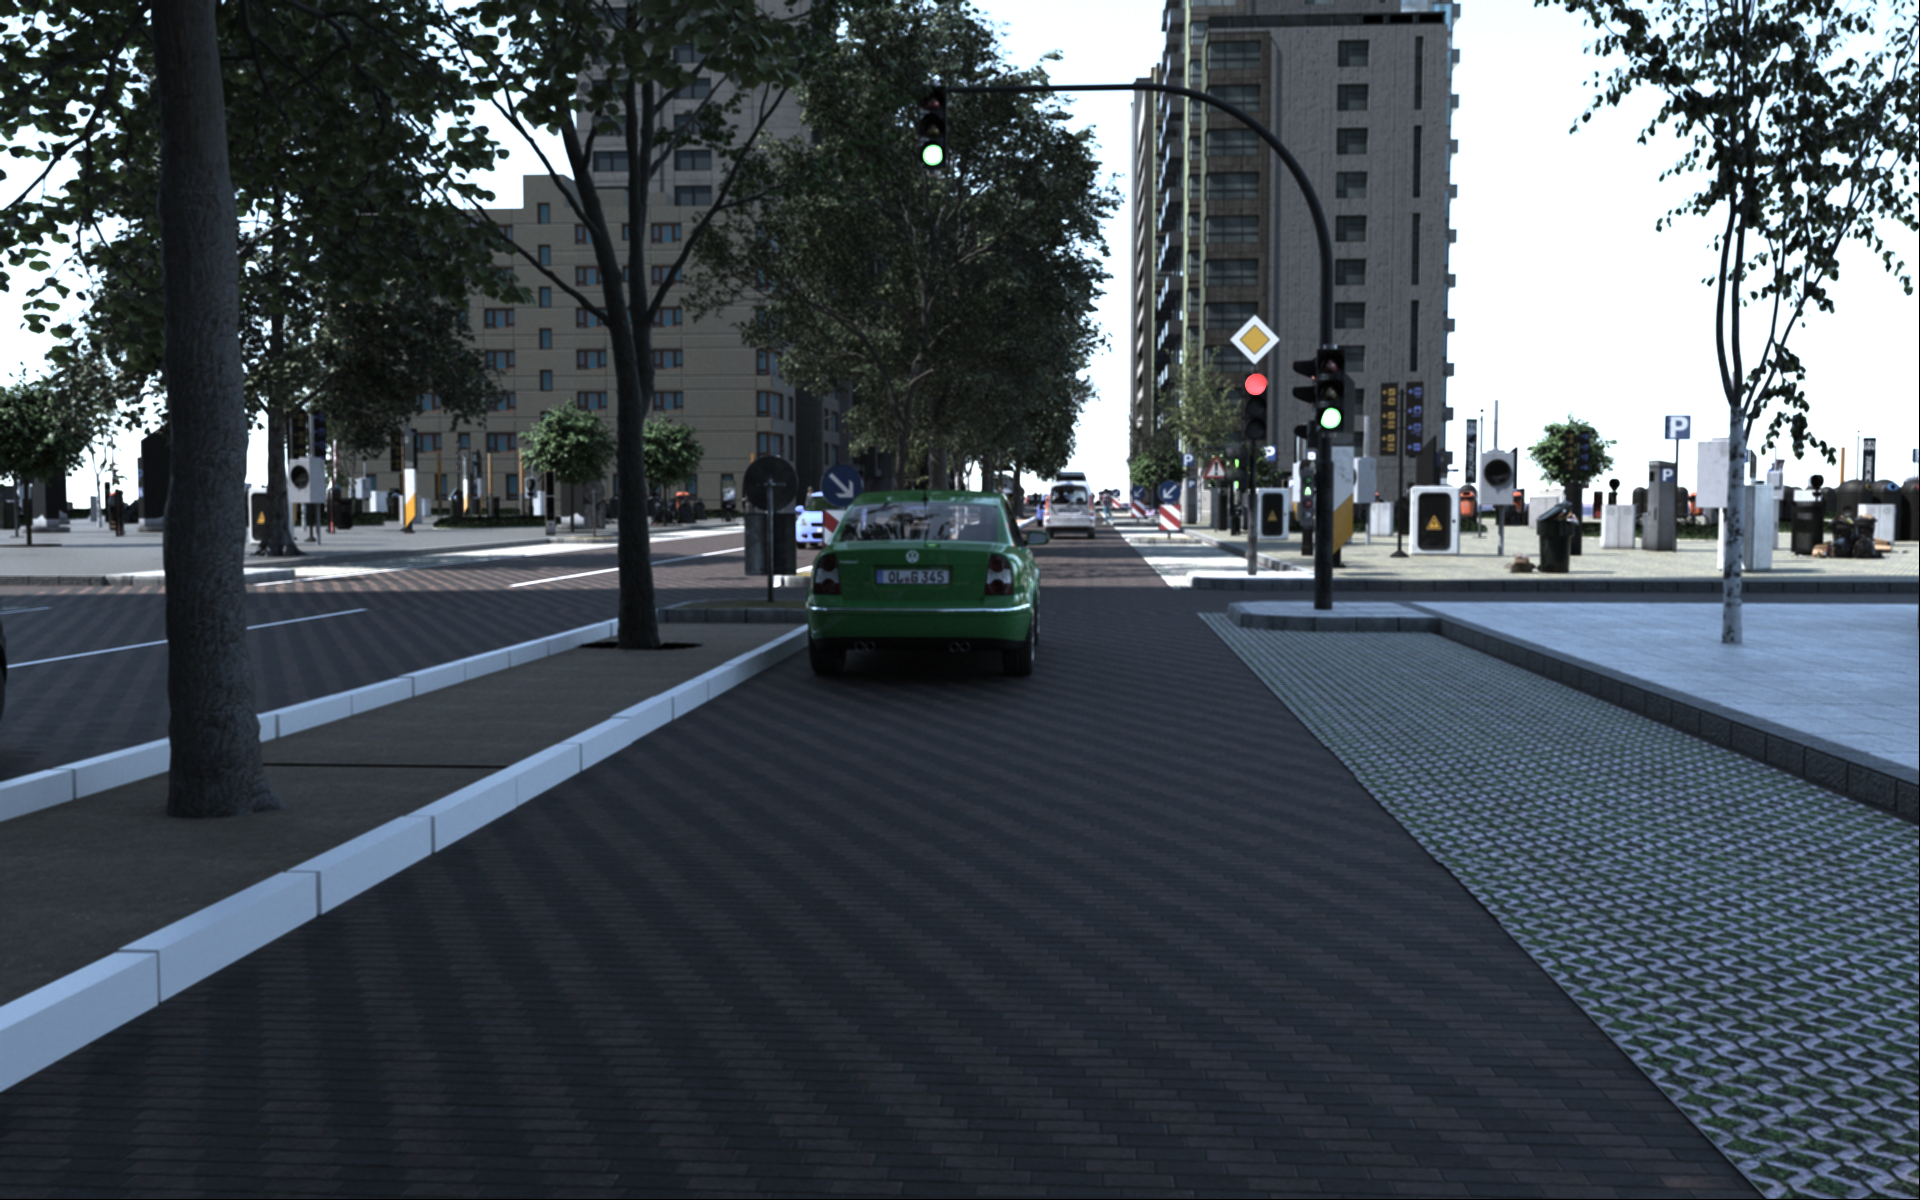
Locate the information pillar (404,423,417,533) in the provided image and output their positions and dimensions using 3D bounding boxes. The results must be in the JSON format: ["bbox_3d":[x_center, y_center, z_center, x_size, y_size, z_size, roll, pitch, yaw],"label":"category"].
[{"bbox_3d":[-18.069,-4.009,56.909,0.504,3.616,0.183,2,4,32],"label":"information pillar"}]

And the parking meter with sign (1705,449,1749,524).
[{"bbox_3d":[29.422,-4.298,66.527,1.738,3.016,0.543,-2,4,-24],"label":"parking meter with sign"}]

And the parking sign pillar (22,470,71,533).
[{"bbox_3d":[-30.658,-4.252,57.993,1.447,3.967,1.447,3,5,44],"label":"parking sign pillar"}]

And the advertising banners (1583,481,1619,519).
[{"bbox_3d":[33.157,-5.730,89.866,2.074,3.025,0.090,0,4,-3],"label":"advertising banners"}]

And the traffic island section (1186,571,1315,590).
[{"bbox_3d":[4.628,-0.308,27.310,2.009,0.180,2.903,0,4,4],"label":"traffic island section"}]

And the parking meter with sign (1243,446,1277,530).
[{"bbox_3d":[10.684,-4.010,61.831,0.543,3.016,1.738,3,4,36],"label":"parking meter with sign"}]

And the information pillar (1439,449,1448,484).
[{"bbox_3d":[24.804,-5.971,88.980,0.504,3.616,0.183,0,4,-1],"label":"information pillar"}]

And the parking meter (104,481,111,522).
[{"bbox_3d":[-39.053,-4.505,79.366,0.255,1.863,0.399,-2,4,-26],"label":"parking meter"}]

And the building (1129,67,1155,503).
[{"bbox_3d":[34.615,-43.024,245.445,21.231,58.520,28.212,0,4,4],"label":"building"}]

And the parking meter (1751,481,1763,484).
[{"bbox_3d":[14.934,-1.486,32.706,0.372,1.533,0.369,0,3,0],"label":"parking meter"}]

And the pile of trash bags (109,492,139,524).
[{"bbox_3d":[-36.227,-4.054,76.034,1.912,1.369,3.447,0,4,4],"label":"pile of trash bags"}]

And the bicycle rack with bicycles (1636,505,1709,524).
[{"bbox_3d":[23.418,-2.722,57.880,2.925,0.926,2.852,2,4,25],"label":"bicycle rack with bicycles"}]

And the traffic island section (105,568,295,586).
[{"bbox_3d":[-12.322,-0.381,28.503,2.009,0.180,2.903,0,4,4],"label":"traffic island section"}]

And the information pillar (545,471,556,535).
[{"bbox_3d":[-12.805,-3.035,54.118,0.304,2.012,0.304,-1,4,-14],"label":"information pillar"}]

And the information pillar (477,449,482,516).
[{"bbox_3d":[-25.068,-6.057,90.382,0.183,3.616,0.504,0,4,2],"label":"information pillar"}]

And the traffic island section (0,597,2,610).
[{"bbox_3d":[-12.882,0.107,20.537,2.009,0.180,2.903,0,4,4],"label":"traffic island section"}]

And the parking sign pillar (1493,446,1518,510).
[{"bbox_3d":[30.728,-6.674,97.588,1.447,3.967,1.447,-1,4,-18],"label":"parking sign pillar"}]

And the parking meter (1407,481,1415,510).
[{"bbox_3d":[19.753,-4.295,75.936,0.255,1.863,0.399,0,4,-4],"label":"parking meter"}]

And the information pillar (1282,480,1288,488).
[{"bbox_3d":[16.563,-5.122,88.243,0.304,2.012,0.304,0,4,1],"label":"information pillar"}]

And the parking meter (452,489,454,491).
[{"bbox_3d":[-26.402,-5.038,90.779,0.372,1.533,0.369,0,3,0],"label":"parking meter"}]

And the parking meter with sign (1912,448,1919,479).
[{"bbox_3d":[36.597,-4.203,64.986,0.543,3.016,1.738,-1,4,-15],"label":"parking meter with sign"}]

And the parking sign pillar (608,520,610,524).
[{"bbox_3d":[-15.777,-5.252,74.336,1.447,3.967,1.447,0,4,4],"label":"parking sign pillar"}]

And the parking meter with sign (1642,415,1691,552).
[{"bbox_3d":[15.835,-2.615,39.013,0.543,3.016,1.738,0,4,3],"label":"parking meter with sign"}]

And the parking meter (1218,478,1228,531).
[{"bbox_3d":[9.262,-3.384,61.042,0.255,1.863,0.399,0,4,-5],"label":"parking meter"}]

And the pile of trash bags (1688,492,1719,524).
[{"bbox_3d":[28.574,-3.331,64.214,1.912,1.369,3.447,-2,4,-34],"label":"pile of trash bags"}]

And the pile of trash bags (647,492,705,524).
[{"bbox_3d":[-12.499,-4.066,76.239,1.912,1.369,3.447,0,4,-2],"label":"pile of trash bags"}]

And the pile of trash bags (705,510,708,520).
[{"bbox_3d":[-13.668,-4.705,86.676,1.912,1.369,3.447,-1,4,-12],"label":"pile of trash bags"}]

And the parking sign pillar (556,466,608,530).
[{"bbox_3d":[-13.935,-4.550,62.871,1.447,3.967,1.447,3,4,39],"label":"parking sign pillar"}]

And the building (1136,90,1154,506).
[{"bbox_3d":[31.196,-35.059,196.921,21.300,48.544,21.600,0,4,4],"label":"building"}]

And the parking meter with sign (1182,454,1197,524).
[{"bbox_3d":[9.820,-4.747,73.871,0.543,3.016,1.738,0,4,0],"label":"parking meter with sign"}]

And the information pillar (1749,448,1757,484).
[{"bbox_3d":[40.751,-5.975,89.049,0.504,3.616,0.183,-2,4,-27],"label":"information pillar"}]

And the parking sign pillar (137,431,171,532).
[{"bbox_3d":[-27.341,-4.320,59.106,1.447,3.967,1.447,3,4,38],"label":"parking sign pillar"}]

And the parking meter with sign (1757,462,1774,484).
[{"bbox_3d":[43.939,-6.071,95.518,1.738,3.016,0.543,-1,4,-17],"label":"parking meter with sign"}]

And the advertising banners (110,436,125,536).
[{"bbox_3d":[-25.760,-3.471,52.936,0.090,3.025,2.074,-1,4,-18],"label":"advertising banners"}]

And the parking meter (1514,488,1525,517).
[{"bbox_3d":[23.738,-3.975,73.406,0.372,1.533,0.369,0,3,0],"label":"parking meter"}]

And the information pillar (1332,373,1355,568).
[{"bbox_3d":[6.605,-2.368,30.080,0.504,3.616,0.183,-1,4,-20],"label":"information pillar"}]

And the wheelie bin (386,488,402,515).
[{"bbox_3d":[-29.623,-5.067,90.746,0.980,1.594,0.693,2,4,31],"label":"wheelie bin"}]

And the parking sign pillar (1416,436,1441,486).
[{"bbox_3d":[21.912,-5.663,81.059,1.447,3.967,1.447,-1,4,-22],"label":"parking sign pillar"}]

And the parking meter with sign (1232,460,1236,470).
[{"bbox_3d":[11.516,-4.359,67.531,1.738,3.016,0.543,1,4,16],"label":"parking meter with sign"}]

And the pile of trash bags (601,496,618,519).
[{"bbox_3d":[-17.405,-4.923,90.248,1.912,1.369,3.447,2,4,27],"label":"pile of trash bags"}]

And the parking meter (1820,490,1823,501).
[{"bbox_3d":[44.131,-4.933,89.066,0.372,1.533,0.369,0,3,0],"label":"parking meter"}]

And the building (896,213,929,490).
[{"bbox_3d":[-14.613,-33.603,204.039,22.147,44.769,28.867,0,4,4],"label":"building"}]

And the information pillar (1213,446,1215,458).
[{"bbox_3d":[12.464,-5.739,85.184,0.183,3.616,0.504,0,4,3],"label":"information pillar"}]

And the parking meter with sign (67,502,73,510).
[{"bbox_3d":[-50.602,-6.163,97.031,1.738,3.016,0.543,0,4,6],"label":"parking meter with sign"}]

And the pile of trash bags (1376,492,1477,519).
[{"bbox_3d":[17.779,-3.402,65.381,3.447,1.369,1.912,2,4,34],"label":"pile of trash bags"}]

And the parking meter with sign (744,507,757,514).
[{"bbox_3d":[-11.642,-6.335,99.839,1.738,3.016,0.543,1,4,18],"label":"parking meter with sign"}]

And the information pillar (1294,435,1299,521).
[{"bbox_3d":[12.089,-4.338,62.284,0.183,3.616,0.504,1,4,18],"label":"information pillar"}]

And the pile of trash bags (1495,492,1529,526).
[{"bbox_3d":[23.042,-3.769,71.383,1.912,1.369,3.447,1,4,13],"label":"pile of trash bags"}]

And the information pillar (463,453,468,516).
[{"bbox_3d":[-28.230,-6.578,98.909,0.183,3.616,0.504,-3,4,-37],"label":"information pillar"}]

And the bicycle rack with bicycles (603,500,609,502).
[{"bbox_3d":[-21.327,-5.250,99.211,2.852,0.926,2.925,-3,5,-40],"label":"bicycle rack with bicycles"}]

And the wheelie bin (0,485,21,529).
[{"bbox_3d":[-34.878,-3.387,63.287,0.693,1.594,0.980,2,4,26],"label":"wheelie bin"}]

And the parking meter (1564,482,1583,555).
[{"bbox_3d":[12.917,-1.718,36.498,0.372,1.533,0.369,0,3,0],"label":"parking meter"}]

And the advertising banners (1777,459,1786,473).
[{"bbox_3d":[39.982,-5.484,85.844,2.074,3.025,0.090,-1,4,-12],"label":"advertising banners"}]

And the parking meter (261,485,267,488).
[{"bbox_3d":[-42.204,-6.080,105.113,0.399,1.863,0.255,-1,4,-21],"label":"parking meter"}]

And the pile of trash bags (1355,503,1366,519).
[{"bbox_3d":[19.699,-4.551,84.160,1.912,1.369,3.447,0,4,-5],"label":"pile of trash bags"}]

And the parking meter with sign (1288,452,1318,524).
[{"bbox_3d":[13.790,-4.564,70.890,1.738,3.016,0.543,-2,4,-31],"label":"parking meter with sign"}]

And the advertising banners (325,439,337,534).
[{"bbox_3d":[-20.429,-3.676,56.298,0.090,3.025,2.074,-2,4,-29],"label":"advertising banners"}]

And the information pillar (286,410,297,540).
[{"bbox_3d":[-18.769,-3.502,48.615,0.183,3.616,0.504,0,4,-4],"label":"information pillar"}]

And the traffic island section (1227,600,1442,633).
[{"bbox_3d":[4.067,0.180,19.344,2.009,0.180,2.903,0,4,4],"label":"traffic island section"}]
